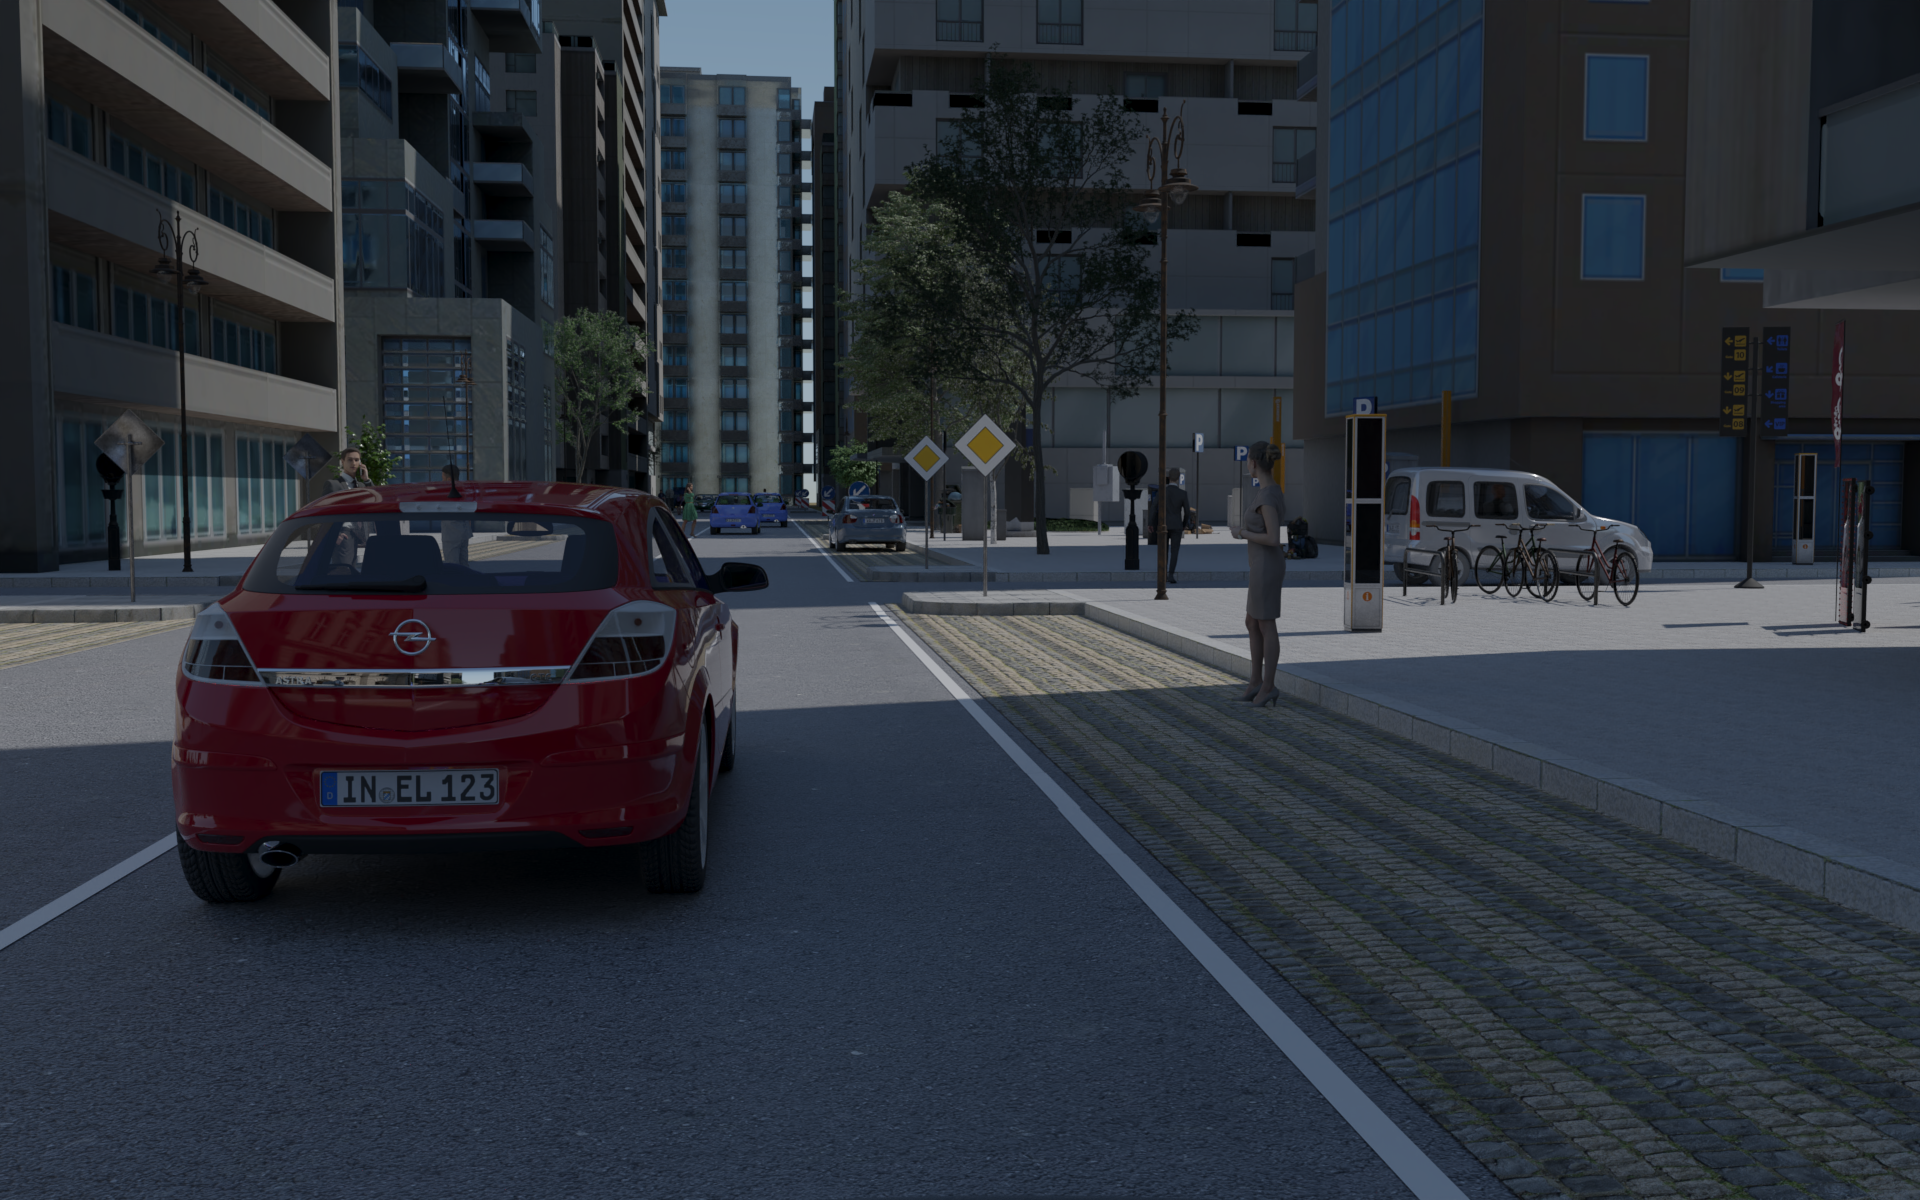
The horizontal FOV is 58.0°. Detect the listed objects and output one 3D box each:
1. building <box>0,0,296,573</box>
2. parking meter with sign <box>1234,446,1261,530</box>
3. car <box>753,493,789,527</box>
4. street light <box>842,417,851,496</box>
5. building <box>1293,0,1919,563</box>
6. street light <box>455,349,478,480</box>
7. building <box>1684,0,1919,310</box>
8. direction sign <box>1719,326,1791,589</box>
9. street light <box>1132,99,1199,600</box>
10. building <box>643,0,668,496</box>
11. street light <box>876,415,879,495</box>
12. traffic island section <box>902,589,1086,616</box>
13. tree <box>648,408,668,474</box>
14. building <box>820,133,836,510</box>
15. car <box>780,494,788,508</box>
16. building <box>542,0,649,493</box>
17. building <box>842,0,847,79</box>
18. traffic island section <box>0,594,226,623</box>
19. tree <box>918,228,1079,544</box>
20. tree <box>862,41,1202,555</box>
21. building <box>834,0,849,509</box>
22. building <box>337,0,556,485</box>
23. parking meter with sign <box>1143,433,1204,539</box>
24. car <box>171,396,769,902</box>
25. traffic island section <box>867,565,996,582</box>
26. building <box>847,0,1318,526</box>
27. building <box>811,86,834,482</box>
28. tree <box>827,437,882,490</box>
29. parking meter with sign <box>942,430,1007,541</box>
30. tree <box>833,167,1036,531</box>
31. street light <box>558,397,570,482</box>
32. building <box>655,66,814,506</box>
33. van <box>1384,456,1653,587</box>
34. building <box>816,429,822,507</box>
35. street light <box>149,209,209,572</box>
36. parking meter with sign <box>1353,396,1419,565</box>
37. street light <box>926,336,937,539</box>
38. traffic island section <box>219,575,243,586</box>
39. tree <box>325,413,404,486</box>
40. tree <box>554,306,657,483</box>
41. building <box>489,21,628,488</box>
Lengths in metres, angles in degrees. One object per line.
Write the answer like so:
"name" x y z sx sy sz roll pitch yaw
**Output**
"building" -26.674 -25.205 35.801 21.300 48.544 21.600 0 4 -6
"parking meter with sign" 10.375 -4.004 61.730 0.543 3.016 1.738 -1 4 -16
"car" -8.414 -4.034 75.552 1.945 1.707 3.694 0 4 -8
"street light" -6.804 -8.031 104.087 0.468 5.910 1.993 0 4 -6
"building" 16.473 -23.722 37.962 14.200 45.320 14.600 0 4 -6
"street light" -15.740 -5.049 55.343 0.468 5.910 1.993 0 4 -6
"building" 11.798 -19.808 7.458 14.154 41.232 14.086 0 4 -6
"direction sign" 10.763 -1.928 23.515 0.876 3.537 0.379 0 4 7
"street light" 2.447 -2.940 20.860 0.468 5.910 1.993 0 4 -6
"building" -41.741 -34.997 161.438 27.495 52.752 28.713 0 4 -6
"street light" -3.708 -6.383 77.155 0.468 5.910 1.993 0 4 -6
"traffic island section" 0.335 0.035 21.702 2.009 0.180 2.903 0 4 -6
"tree" -26.484 -11.817 143.562 4.360 8.622 3.978 0 3 0
"building" -4.461 -22.667 142.305 14.160 30.474 14.107 0 4 -6
"car" -9.814 -4.904 88.969 1.959 1.807 4.718 0 4 -7
"building" -34.526 -30.758 126.593 21.300 48.544 21.600 0 4 -6
"building" -0.400 -28.298 112.786 14.600 45.320 14.200 0 4 -6
"traffic island section" -9.845 0.104 20.577 2.009 0.180 2.903 0 4 -6
"tree" 0.893 -5.727 43.993 4.360 8.622 3.978 0 3 0
"tree" 1.427 -6.246 36.531 7.601 10.594 8.767 0 4 -8
"building" -2.282 -27.171 127.841 14.154 41.232 14.086 0 4 -6
"building" -27.885 -46.256 68.954 22.319 86.520 31.000 0 4 -6
"parking meter with sign" 6.113 -3.289 50.031 1.738 3.016 0.543 2 4 33
"car" -1.933 0.087 7.625 2.155 1.783 4.494 0 4 -5
"traffic island section" -0.550 -0.450 29.638 2.009 0.180 2.903 0 4 -6
"building" 8.677 -30.118 81.668 28.713 52.752 27.495 0 4 -6
"building" -9.293 -33.290 194.394 14.200 45.320 14.600 0 4 -6
"tree" -6.033 -7.117 100.077 4.285 4.588 4.351 0 3 0
"parking meter with sign" 0.399 -3.148 47.725 1.738 3.016 0.543 0 4 -3
"tree" -1.125 -8.727 60.811 7.486 12.596 7.792 0 3 0
"street light" -18.765 -6.697 82.283 0.468 5.910 1.993 0 4 -6
"building" -32.162 -35.313 196.975 30.456 49.044 23.786 0 4 -6
"van" 8.631 -1.219 26.945 4.112 2.044 2.013 0 4 -6
"building" -2.215 -52.081 164.197 22.319 86.520 31.000 0 4 -6
"street light" -12.743 -3.401 28.401 0.468 5.910 1.993 0 4 -6
"parking meter with sign" 7.982 -2.158 31.547 1.738 3.016 0.543 -2 4 -30
"street light" -0.808 -4.707 49.745 0.468 5.910 1.993 0 4 -6
"traffic island section" -10.729 -0.381 28.513 2.009 0.180 2.903 0 4 -6
"tree" -14.264 -2.878 41.655 1.663 3.219 1.824 0 3 0
"tree" -20.773 -10.342 94.849 9.928 11.665 9.643 0 3 0
"building" -28.846 -20.658 109.468 14.160 30.474 14.107 0 4 -6
